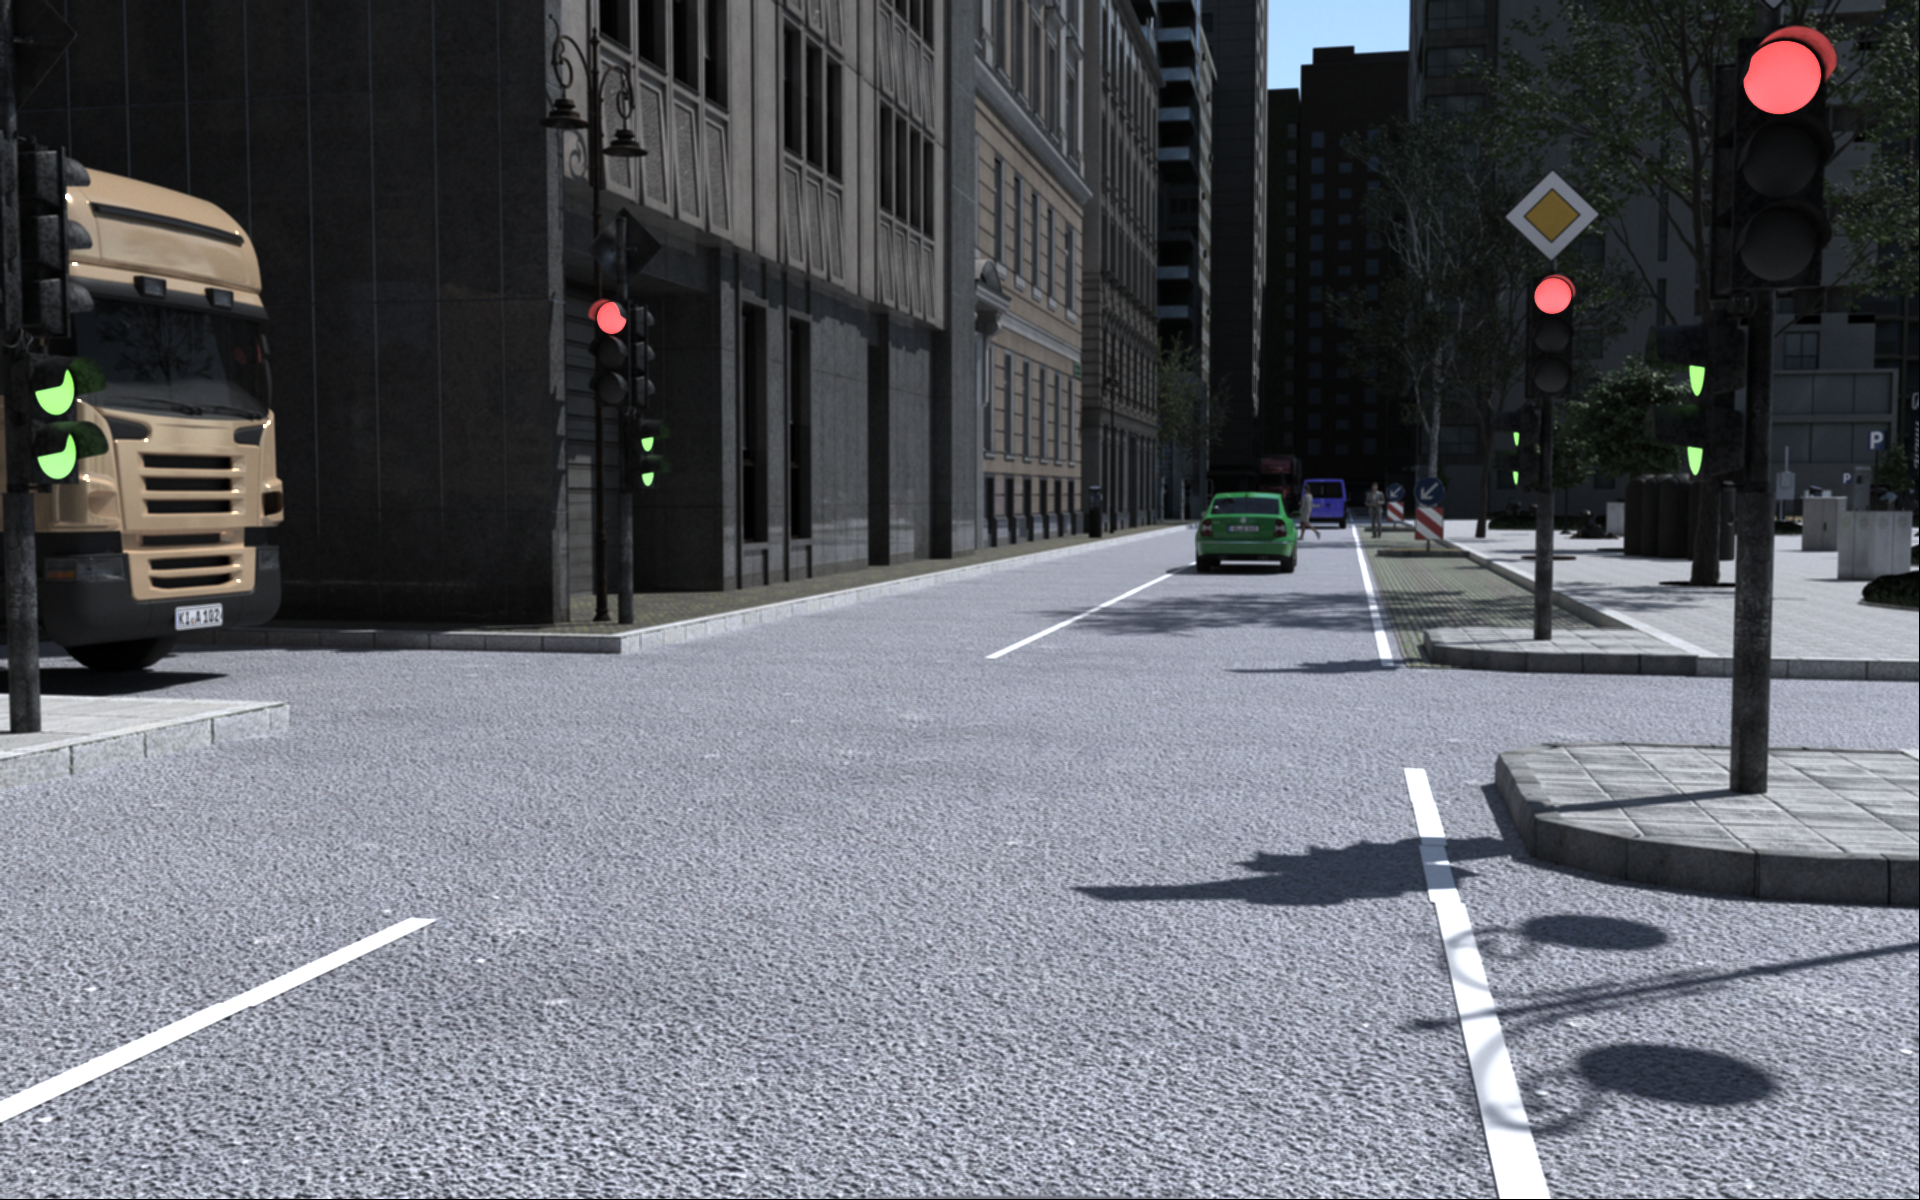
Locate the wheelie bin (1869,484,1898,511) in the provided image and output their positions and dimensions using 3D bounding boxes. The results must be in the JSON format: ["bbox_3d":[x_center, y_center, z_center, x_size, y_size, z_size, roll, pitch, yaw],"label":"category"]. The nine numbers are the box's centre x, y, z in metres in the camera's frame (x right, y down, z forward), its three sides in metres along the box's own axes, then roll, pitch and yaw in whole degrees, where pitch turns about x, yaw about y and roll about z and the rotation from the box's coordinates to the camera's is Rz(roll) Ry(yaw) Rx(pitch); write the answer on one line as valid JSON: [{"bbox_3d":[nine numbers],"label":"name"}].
[{"bbox_3d":[27.749,-2.714,52.289,0.980,1.594,0.693,3,4,36],"label":"wheelie bin"}]

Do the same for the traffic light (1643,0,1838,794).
[{"bbox_3d":[3.387,-1.128,7.369,0.839,4.253,0.868,1,4,12],"label":"traffic light"}]

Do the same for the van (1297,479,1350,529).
[{"bbox_3d":[15.405,-4.221,73.395,2.240,2.365,5.245,1,4,12],"label":"van"}]

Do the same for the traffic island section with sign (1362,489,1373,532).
[{"bbox_3d":[16.477,-3.515,66.098,1.989,1.847,2.006,1,4,12],"label":"traffic island section with sign"}]

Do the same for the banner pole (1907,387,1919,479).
[{"bbox_3d":[19.849,-2.785,35.557,0.863,3.779,0.401,0,4,-1],"label":"banner pole"}]

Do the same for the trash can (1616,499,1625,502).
[{"bbox_3d":[20.686,-2.568,53.632,0.748,1.137,0.748,0,3,0],"label":"trash can"}]

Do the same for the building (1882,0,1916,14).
[{"bbox_3d":[68.676,-29.925,143.903,28.867,44.769,22.147,1,4,12],"label":"building"}]

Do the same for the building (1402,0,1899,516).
[{"bbox_3d":[44.441,-32.268,116.816,28.713,52.752,27.495,1,4,12],"label":"building"}]

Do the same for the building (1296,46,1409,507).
[{"bbox_3d":[41.857,-32.183,176.294,14.200,45.320,14.600,1,4,12],"label":"building"}]

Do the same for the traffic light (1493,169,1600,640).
[{"bbox_3d":[5.121,-1.605,15.164,0.839,4.253,0.868,1,4,12],"label":"traffic light"}]

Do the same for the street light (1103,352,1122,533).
[{"bbox_3d":[4.969,-5.121,56.512,0.468,5.910,1.993,1,4,12],"label":"street light"}]

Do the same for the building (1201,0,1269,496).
[{"bbox_3d":[16.787,-43.871,155.535,20.611,71.187,20.563,1,4,12],"label":"building"}]

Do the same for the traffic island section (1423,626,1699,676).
[{"bbox_3d":[5.158,0.429,15.270,2.009,0.180,2.903,1,4,12],"label":"traffic island section"}]

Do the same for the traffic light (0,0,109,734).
[{"bbox_3d":[-5.023,-1.241,9.216,0.839,4.253,0.868,1,4,12],"label":"traffic light"}]

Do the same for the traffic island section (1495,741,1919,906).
[{"bbox_3d":[3.424,0.906,7.474,2.009,0.180,2.903,1,4,12],"label":"traffic island section"}]

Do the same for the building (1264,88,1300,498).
[{"bbox_3d":[28.038,-30.326,179.420,14.086,41.232,14.154,1,4,12],"label":"building"}]

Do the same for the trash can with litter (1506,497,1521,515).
[{"bbox_3d":[22.882,-3.658,71.203,0.624,1.170,1.055,0,4,-4],"label":"trash can with litter"}]

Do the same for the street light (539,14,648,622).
[{"bbox_3d":[-3.620,-2.725,17.336,0.468,5.910,1.993,1,4,12],"label":"street light"}]

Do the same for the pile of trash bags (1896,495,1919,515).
[{"bbox_3d":[41.937,-4.115,77.033,3.447,1.369,1.912,2,4,26],"label":"pile of trash bags"}]

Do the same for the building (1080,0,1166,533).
[{"bbox_3d":[1.951,-13.246,65.726,9.793,20.994,18.267,1,4,12],"label":"building"}]

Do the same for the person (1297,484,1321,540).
[{"bbox_3d":[10.777,-2.714,53.625,0.760,1.731,0.466,0,4,6],"label":"person"}]

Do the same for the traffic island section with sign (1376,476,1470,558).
[{"bbox_3d":[10.626,-1.905,39.783,1.989,1.847,2.006,1,4,12],"label":"traffic island section with sign"}]

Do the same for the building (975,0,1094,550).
[{"bbox_3d":[-4.196,-15.958,46.821,13.634,28.700,20.117,1,4,12],"label":"building"}]

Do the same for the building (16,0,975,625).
[{"bbox_3d":[-7.704,-12.796,27.244,12.078,24.808,19.932,1,4,12],"label":"building"}]

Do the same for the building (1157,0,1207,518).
[{"bbox_3d":[4.646,-48.540,106.294,22.319,86.520,31.000,1,4,12],"label":"building"}]

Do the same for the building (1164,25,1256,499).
[{"bbox_3d":[6.719,-27.124,135.361,32.217,40.220,23.993,1,4,12],"label":"building"}]

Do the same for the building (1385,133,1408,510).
[{"bbox_3d":[41.790,-22.533,140.123,14.160,30.474,14.107,1,4,12],"label":"building"}]

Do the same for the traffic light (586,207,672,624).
[{"bbox_3d":[-3.289,-1.718,17.011,0.839,4.253,0.868,1,4,12],"label":"traffic light"}]

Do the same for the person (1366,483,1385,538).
[{"bbox_3d":[13.385,-2.887,55.902,0.606,1.804,0.583,1,4,20],"label":"person"}]

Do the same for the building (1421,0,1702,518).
[{"bbox_3d":[33.335,-19.999,98.689,14.160,30.474,14.107,1,4,12],"label":"building"}]

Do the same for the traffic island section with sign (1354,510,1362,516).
[{"bbox_3d":[27.262,-6.482,114.605,1.989,1.847,2.006,1,4,12],"label":"traffic island section with sign"}]

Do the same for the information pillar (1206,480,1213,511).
[{"bbox_3d":[12.810,-5.168,88.991,0.304,2.012,0.304,0,4,6],"label":"information pillar"}]
